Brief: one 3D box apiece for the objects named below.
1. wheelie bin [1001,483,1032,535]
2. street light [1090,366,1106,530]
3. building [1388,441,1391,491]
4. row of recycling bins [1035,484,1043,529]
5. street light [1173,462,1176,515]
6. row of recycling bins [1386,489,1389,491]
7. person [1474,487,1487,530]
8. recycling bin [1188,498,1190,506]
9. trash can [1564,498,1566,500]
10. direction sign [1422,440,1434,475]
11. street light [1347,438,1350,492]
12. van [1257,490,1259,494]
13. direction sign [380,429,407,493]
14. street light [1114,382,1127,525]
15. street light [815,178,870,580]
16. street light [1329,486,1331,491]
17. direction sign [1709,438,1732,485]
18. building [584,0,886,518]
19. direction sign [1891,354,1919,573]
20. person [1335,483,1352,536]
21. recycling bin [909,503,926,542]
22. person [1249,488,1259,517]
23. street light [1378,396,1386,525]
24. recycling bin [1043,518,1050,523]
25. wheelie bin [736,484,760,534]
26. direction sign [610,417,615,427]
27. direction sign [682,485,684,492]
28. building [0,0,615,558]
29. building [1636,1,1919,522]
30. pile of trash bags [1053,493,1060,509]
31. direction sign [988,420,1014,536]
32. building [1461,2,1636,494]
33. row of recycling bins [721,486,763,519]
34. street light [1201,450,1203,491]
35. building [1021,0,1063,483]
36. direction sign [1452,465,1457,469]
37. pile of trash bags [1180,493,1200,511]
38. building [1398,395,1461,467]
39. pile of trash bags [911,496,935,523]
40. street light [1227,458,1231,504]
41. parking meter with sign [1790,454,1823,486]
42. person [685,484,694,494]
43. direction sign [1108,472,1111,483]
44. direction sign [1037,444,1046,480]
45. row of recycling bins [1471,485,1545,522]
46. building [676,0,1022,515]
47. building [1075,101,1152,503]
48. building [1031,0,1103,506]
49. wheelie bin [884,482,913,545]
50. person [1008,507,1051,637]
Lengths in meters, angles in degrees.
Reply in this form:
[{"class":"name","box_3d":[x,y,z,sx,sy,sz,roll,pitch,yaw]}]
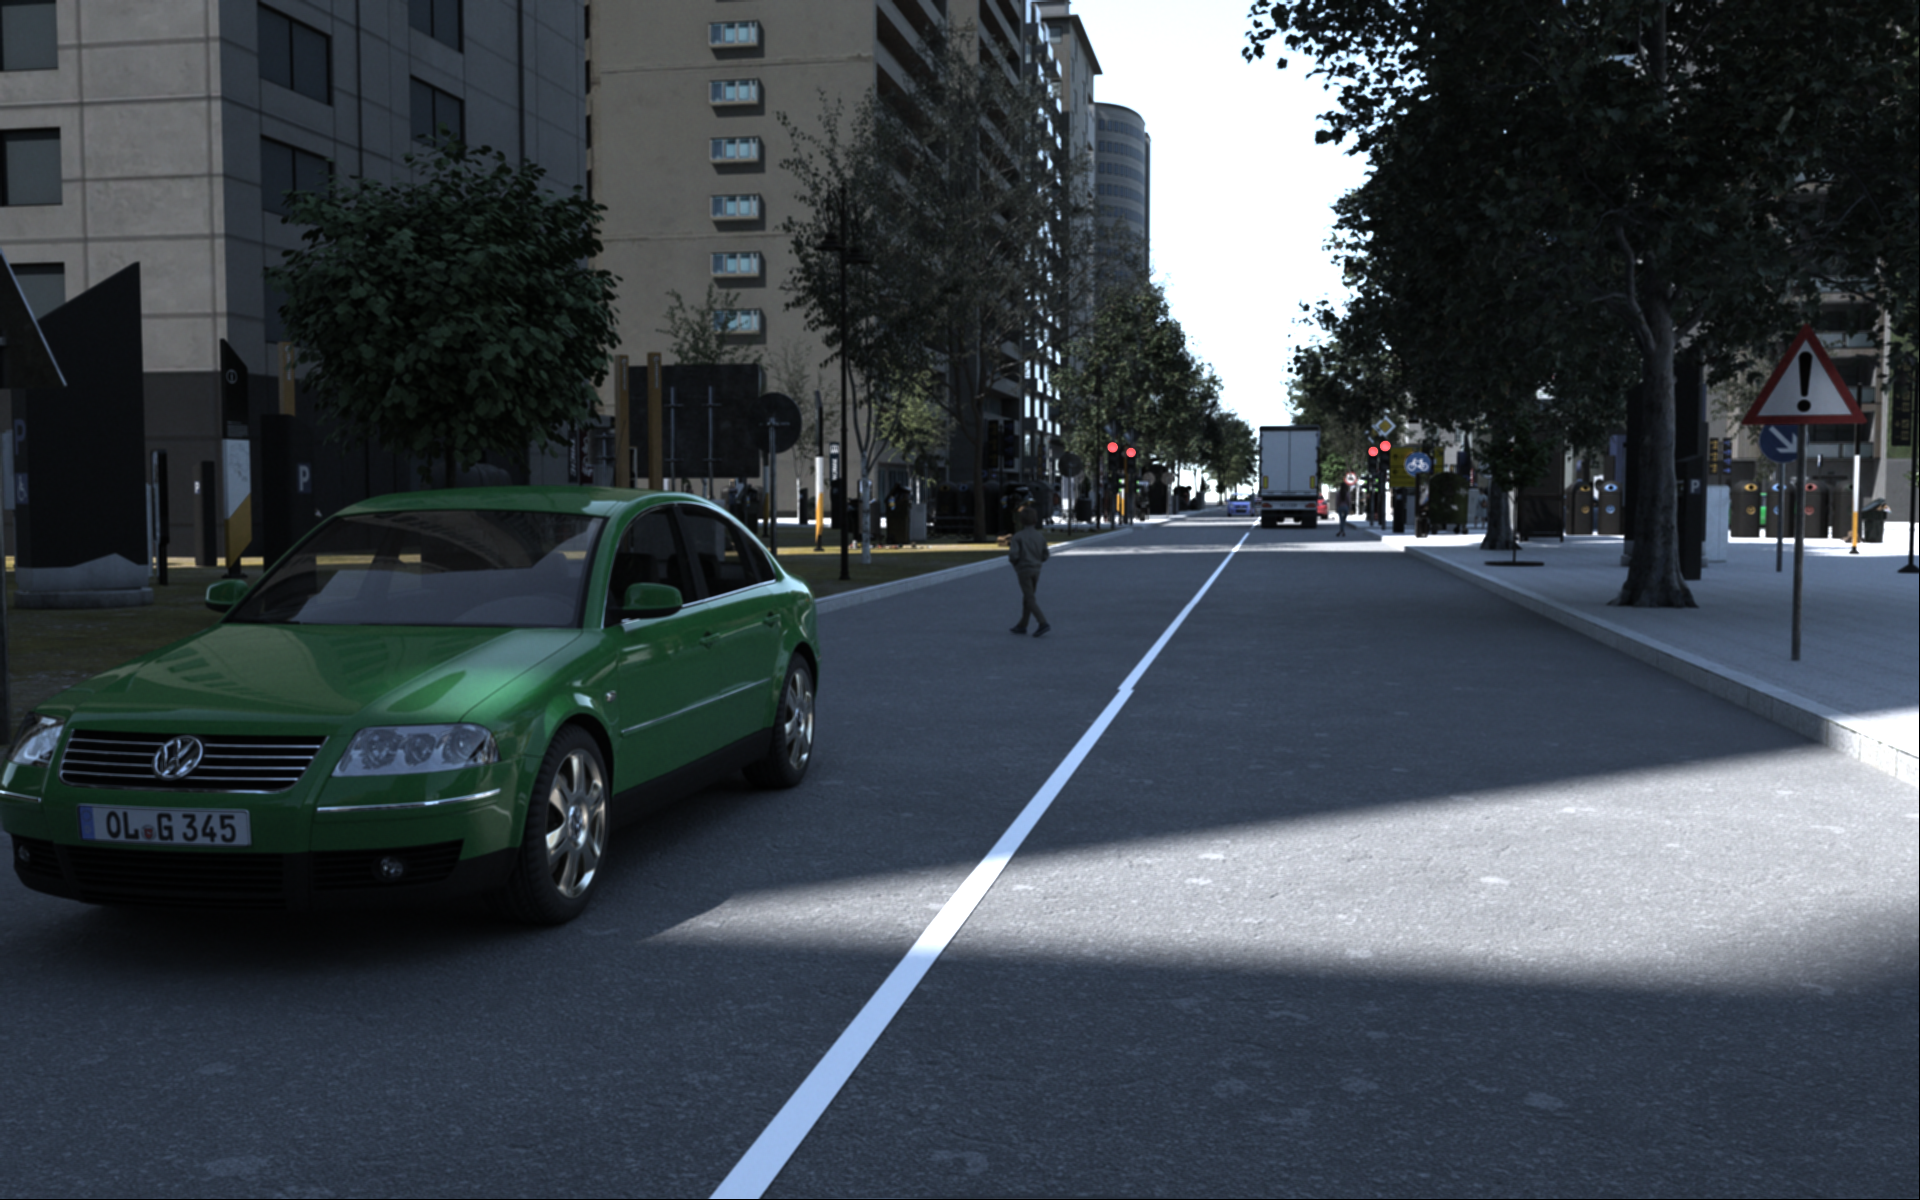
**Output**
[{"class":"wheelie bin","box_3d":[1.659,-2.546,49.537,0.980,1.594,0.693,-3,4,-37]},{"class":"street light","box_3d":[4.996,-5.490,62.543,0.468,5.910,1.993,1,4,10]},{"class":"building","box_3d":[82.287,-40.406,284.333,21.300,48.544,21.600,1,4,10]},{"class":"row of recycling bins","box_3d":[1.275,-3.452,63.549,3.534,1.692,1.069,0,4,-8]},{"class":"street light","box_3d":[13.429,-8.283,108.222,0.468,5.910,1.993,1,4,10]},{"class":"row of recycling bins","box_3d":[29.196,-6.886,119.694,1.069,1.692,3.534,1,4,15]},{"class":"person","box_3d":[19.798,-3.442,65.777,0.512,1.701,0.522,-2,4,-25]},{"class":"recycling bin","box_3d":[18.561,-7.983,143.081,0.722,1.027,0.722,-1,4,-23]},{"class":"trash can","box_3d":[38.094,-6.051,110.592,0.748,1.137,0.748,0,3,0]},{"class":"direction sign","box_3d":[19.418,-4.888,71.922,0.379,3.537,0.876,-1,4,-17]},{"class":"street light","box_3d":[23.945,-8.206,106.952,0.468,5.910,1.993,1,4,10]},{"class":"van","box_3d":[48.458,-16.690,277.270,2.240,2.365,5.245,1,4,10]},{"class":"direction sign","box_3d":[-9.884,-2.343,30.297,0.379,3.537,0.876,1,4,13]},{"class":"street light","box_3d":[6.637,-6.038,71.509,0.468,5.910,1.993,1,4,10]},{"class":"street light","box_3d":[-1.728,-3.240,25.768,0.468,5.910,1.993,1,4,10]},{"class":"street light","box_3d":[30.998,-10.556,145.386,0.468,5.910,1.993,1,4,10]},{"class":"direction sign","box_3d":[30.613,-4.758,69.794,0.876,3.537,0.379,0,4,3]},{"class":"building","box_3d":[-13.100,-29.278,102.392,21.300,48.544,21.600,1,4,10]},{"class":"direction sign","box_3d":[15.525,-2.213,28.177,0.876,3.537,0.379,-1,4,-13]},{"class":"person","box_3d":[12.964,-3.059,58.529,0.555,1.821,0.388,0,4,-2]},{"class":"recycling bin","box_3d":[-1.291,-2.094,46.784,0.722,1.027,0.722,0,4,-5]},{"class":"person","box_3d":[18.036,-5.989,106.449,0.654,1.822,0.581,3,5,41]},{"class":"street light","box_3d":[17.299,-6.015,71.133,0.468,5.910,1.993,1,4,10]},{"class":"recycling bin","box_3d":[3.630,-3.993,77.847,0.722,1.027,0.722,-3,5,-44]},{"class":"wheelie bin","box_3d":[-6.827,-2.929,55.804,0.693,1.594,0.980,-1,4,-23]},{"class":"direction sign","box_3d":[-9.803,-3.601,50.872,0.876,3.537,0.379,-1,4,-21]},{"class":"direction sign","box_3d":[-10.311,-4.425,64.350,0.876,3.537,0.379,-2,4,-32]},{"class":"building","box_3d":[-22.798,-37.083,44.553,20.611,71.187,20.563,1,4,10]},{"class":"building","box_3d":[41.524,-24.520,84.491,14.086,41.232,14.154,1,4,10]},{"class":"pile of trash bags","box_3d":[6.133,-7.754,136.523,3.447,1.369,1.912,0,4,-1]},{"class":"direction sign","box_3d":[1.254,-3.725,52.904,0.876,3.537,0.379,2,4,27]},{"class":"building","box_3d":[59.869,-51.779,159.259,22.319,86.520,31.000,1,4,10]},{"class":"row of recycling bins","box_3d":[-10.948,-4.902,87.257,1.069,1.692,3.534,2,4,25]},{"class":"street light","box_3d":[20.684,-10.701,147.747,0.468,5.910,1.993,1,4,10]},{"class":"building","box_3d":[-2.518,-33.305,164.153,23.786,49.044,30.456,1,4,10]},{"class":"direction sign","box_3d":[38.028,-8.640,133.268,0.876,3.537,0.379,1,4,12]},{"class":"pile of trash bags","box_3d":[17.850,-7.742,136.326,1.912,1.369,3.447,0,4,3]},{"class":"building","box_3d":[80.467,-41.002,259.627,28.713,52.752,27.495,1,4,10]},{"class":"pile of trash bags","box_3d":[-1.711,-4.074,76.368,1.912,1.369,3.447,-3,5,-41]},{"class":"street light","box_3d":[35.583,-15.646,228.592,0.468,5.910,1.993,1,4,10]},{"class":"parking meter with sign","box_3d":[36.996,-4.900,76.382,1.738,3.016,0.543,1,4,16]},{"class":"person","box_3d":[-11.083,-3.815,70.851,0.573,1.828,0.580,-2,4,-35]},{"class":"direction sign","box_3d":[10.784,-7.996,122.729,0.379,3.537,0.876,-2,4,-34]},{"class":"direction sign","box_3d":[3.714,-5.320,78.981,0.379,3.537,0.876,2,4,26]},{"class":"row of recycling bins","box_3d":[24.988,-4.467,80.147,3.534,1.692,1.069,0,4,0]},{"class":"building","box_3d":[-7.392,-31.051,131.385,21.300,48.544,21.600,1,4,10]},{"class":"building","box_3d":[16.870,-43.856,259.042,21.231,58.520,28.212,1,4,10]},{"class":"building","box_3d":[0.362,-36.922,192.916,28.713,52.752,27.495,1,4,10]},{"class":"wheelie bin","box_3d":[-1.555,-2.209,44.023,0.693,1.594,0.980,0,4,4]},{"class":"person","box_3d":[0.684,-0.289,17.502,0.475,1.303,0.640,-3,5,-44]}]
